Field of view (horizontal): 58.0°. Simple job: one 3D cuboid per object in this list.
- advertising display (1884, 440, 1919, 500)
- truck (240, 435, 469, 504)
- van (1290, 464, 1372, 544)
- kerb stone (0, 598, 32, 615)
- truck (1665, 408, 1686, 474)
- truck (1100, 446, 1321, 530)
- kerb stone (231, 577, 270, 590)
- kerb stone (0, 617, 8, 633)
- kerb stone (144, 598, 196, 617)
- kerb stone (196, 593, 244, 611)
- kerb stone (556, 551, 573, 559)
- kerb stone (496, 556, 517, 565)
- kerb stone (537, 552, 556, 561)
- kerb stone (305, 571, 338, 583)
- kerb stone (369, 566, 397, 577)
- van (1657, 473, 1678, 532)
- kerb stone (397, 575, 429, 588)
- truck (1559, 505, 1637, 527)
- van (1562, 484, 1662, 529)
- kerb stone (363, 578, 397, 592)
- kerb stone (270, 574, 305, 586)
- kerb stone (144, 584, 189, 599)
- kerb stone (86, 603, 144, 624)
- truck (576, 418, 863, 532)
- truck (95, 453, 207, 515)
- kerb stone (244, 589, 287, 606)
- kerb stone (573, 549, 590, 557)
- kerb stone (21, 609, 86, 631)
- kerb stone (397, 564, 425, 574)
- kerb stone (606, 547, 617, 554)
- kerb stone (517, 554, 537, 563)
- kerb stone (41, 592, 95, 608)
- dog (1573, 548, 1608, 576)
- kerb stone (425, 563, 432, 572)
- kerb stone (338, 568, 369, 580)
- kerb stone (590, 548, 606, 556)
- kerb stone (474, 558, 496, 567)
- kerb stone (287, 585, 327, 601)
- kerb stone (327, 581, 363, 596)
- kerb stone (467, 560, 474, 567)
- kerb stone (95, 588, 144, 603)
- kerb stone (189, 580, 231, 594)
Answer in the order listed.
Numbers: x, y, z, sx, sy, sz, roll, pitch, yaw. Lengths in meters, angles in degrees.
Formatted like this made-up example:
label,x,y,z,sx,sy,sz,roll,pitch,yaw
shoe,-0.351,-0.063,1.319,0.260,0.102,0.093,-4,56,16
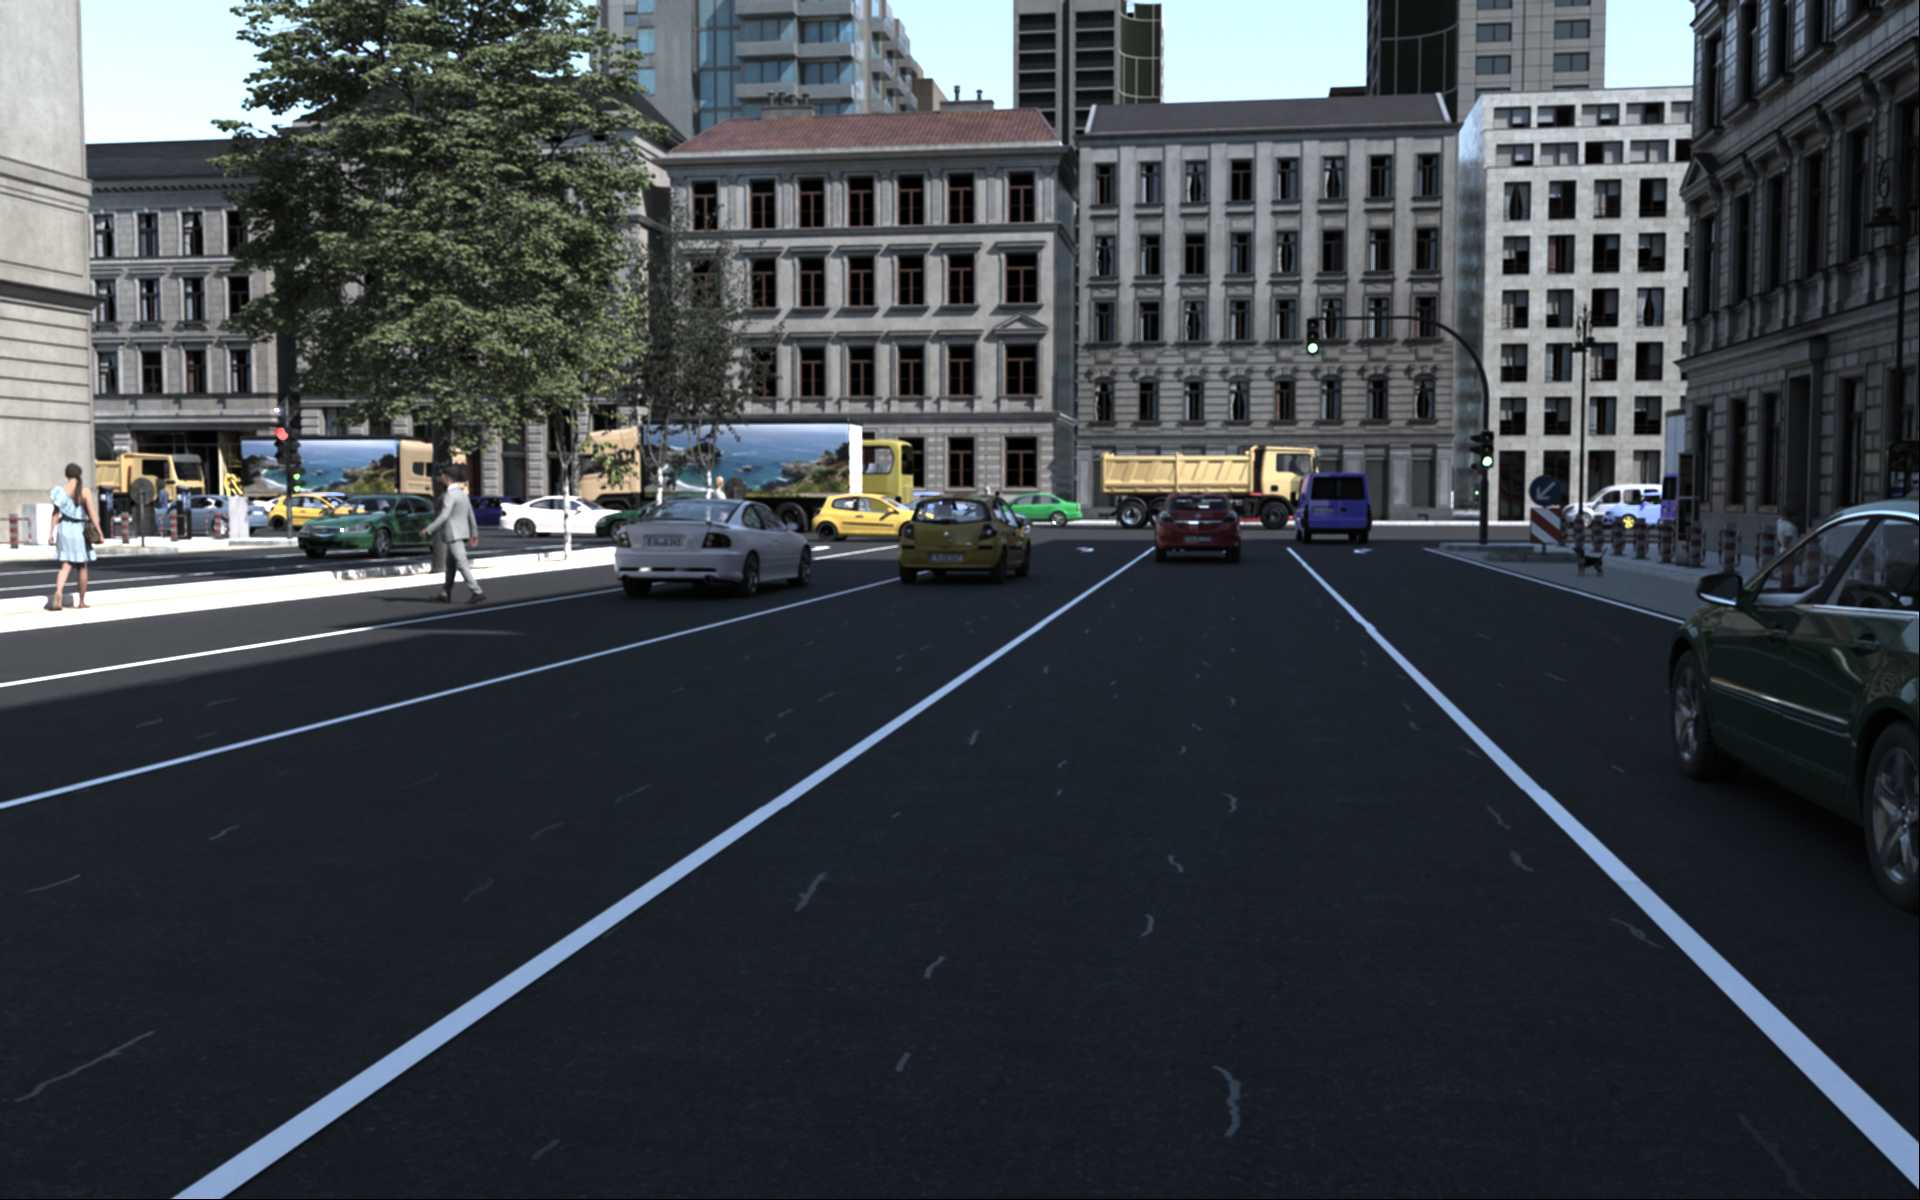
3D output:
label,x,y,z,sx,sy,sz,roll,pitch,yaw
advertising display,11.641,-0.953,20.799,0.974,1.923,0.123,1,4,14
truck,-28.876,-5.802,83.775,11.283,4.237,2.839,0,4,8
van,11.103,-2.901,51.813,2.240,2.365,5.245,0,4,8
kerb stone,-11.573,0.076,21.000,0.120,0.150,1.000,1,4,9
truck,29.108,-4.128,56.399,11.283,4.237,2.839,0,4,7
truck,10.747,-4.585,70.886,9.791,3.379,3.469,1,4,11
kerb stone,-10.762,-0.235,26.076,0.120,0.150,1.000,1,4,9
kerb stone,-9.979,0.282,17.608,0.120,0.150,1.000,1,4,9
kerb stone,-9.491,0.097,20.660,0.120,0.150,1.000,1,4,9
kerb stone,-9.327,0.032,21.675,0.120,0.150,1.000,1,4,9
kerb stone,-8.847,-0.984,38.281,0.120,0.150,1.000,1,4,9
kerb stone,-9.329,-0.792,35.232,0.120,0.150,1.000,1,4,9
kerb stone,-9.009,-0.914,37.266,0.120,0.150,1.000,1,4,9
kerb stone,-10.446,-0.362,28.110,0.120,0.150,1.000,1,4,9
kerb stone,-10.131,-0.486,30.142,0.120,0.150,1.000,1,4,9
van,22.814,-2.750,49.352,5.245,2.365,2.240,0,4,8
kerb stone,-8.531,-0.279,26.753,0.120,0.150,1.000,1,4,9
truck,35.576,-5.150,73.961,18.799,4.110,2.967,0,4,8
van,27.386,-4.018,72.713,4.112,2.044,2.013,1,4,10
kerb stone,-8.699,-0.216,25.739,0.120,0.150,1.000,1,4,9
kerb stone,-10.607,-0.296,27.094,0.120,0.150,1.000,1,4,9
kerb stone,-11.089,-0.112,24.046,0.120,0.150,1.000,1,4,9
kerb stone,-9.646,0.156,19.644,0.120,0.150,1.000,1,4,9
truck,-9.412,-4.679,65.414,11.283,4.237,2.839,1,4,8
truck,-40.336,-5.307,82.691,9.791,3.379,3.469,0,4,7
kerb stone,-9.175,-0.030,22.692,0.120,0.150,1.000,1,4,9
kerb stone,-8.688,-1.035,39.297,0.120,0.150,1.000,1,4,9
kerb stone,-9.813,0.218,18.629,0.120,0.150,1.000,1,4,9
kerb stone,-9.963,-0.542,31.164,0.120,0.150,1.000,1,4,9
kerb stone,-8.367,-1.170,41.331,0.120,0.150,1.000,1,4,9
kerb stone,-9.163,-0.855,36.246,0.120,0.150,1.000,1,4,9
kerb stone,-11.407,0.011,22.015,0.120,0.150,1.000,1,4,9
dog,10.928,-0.657,30.037,0.406,0.507,0.540,3,5,40
kerb stone,-9.810,-0.608,32.180,0.120,0.150,1.000,1,4,9
kerb stone,-10.278,-0.418,29.125,0.120,0.150,1.000,1,4,9
kerb stone,-8.531,-1.108,40.315,0.120,0.150,1.000,1,4,9
kerb stone,-9.491,-0.727,34.216,0.120,0.150,1.000,1,4,9
kerb stone,-9.017,-0.092,23.707,0.120,0.150,1.000,1,4,9
kerb stone,-8.858,-0.155,24.723,0.120,0.150,1.000,1,4,9
kerb stone,-9.648,-0.666,33.197,0.120,0.150,1.000,1,4,9
kerb stone,-11.246,-0.051,23.030,0.120,0.150,1.000,1,4,9
kerb stone,-10.925,-0.175,25.061,0.120,0.150,1.000,1,4,9
